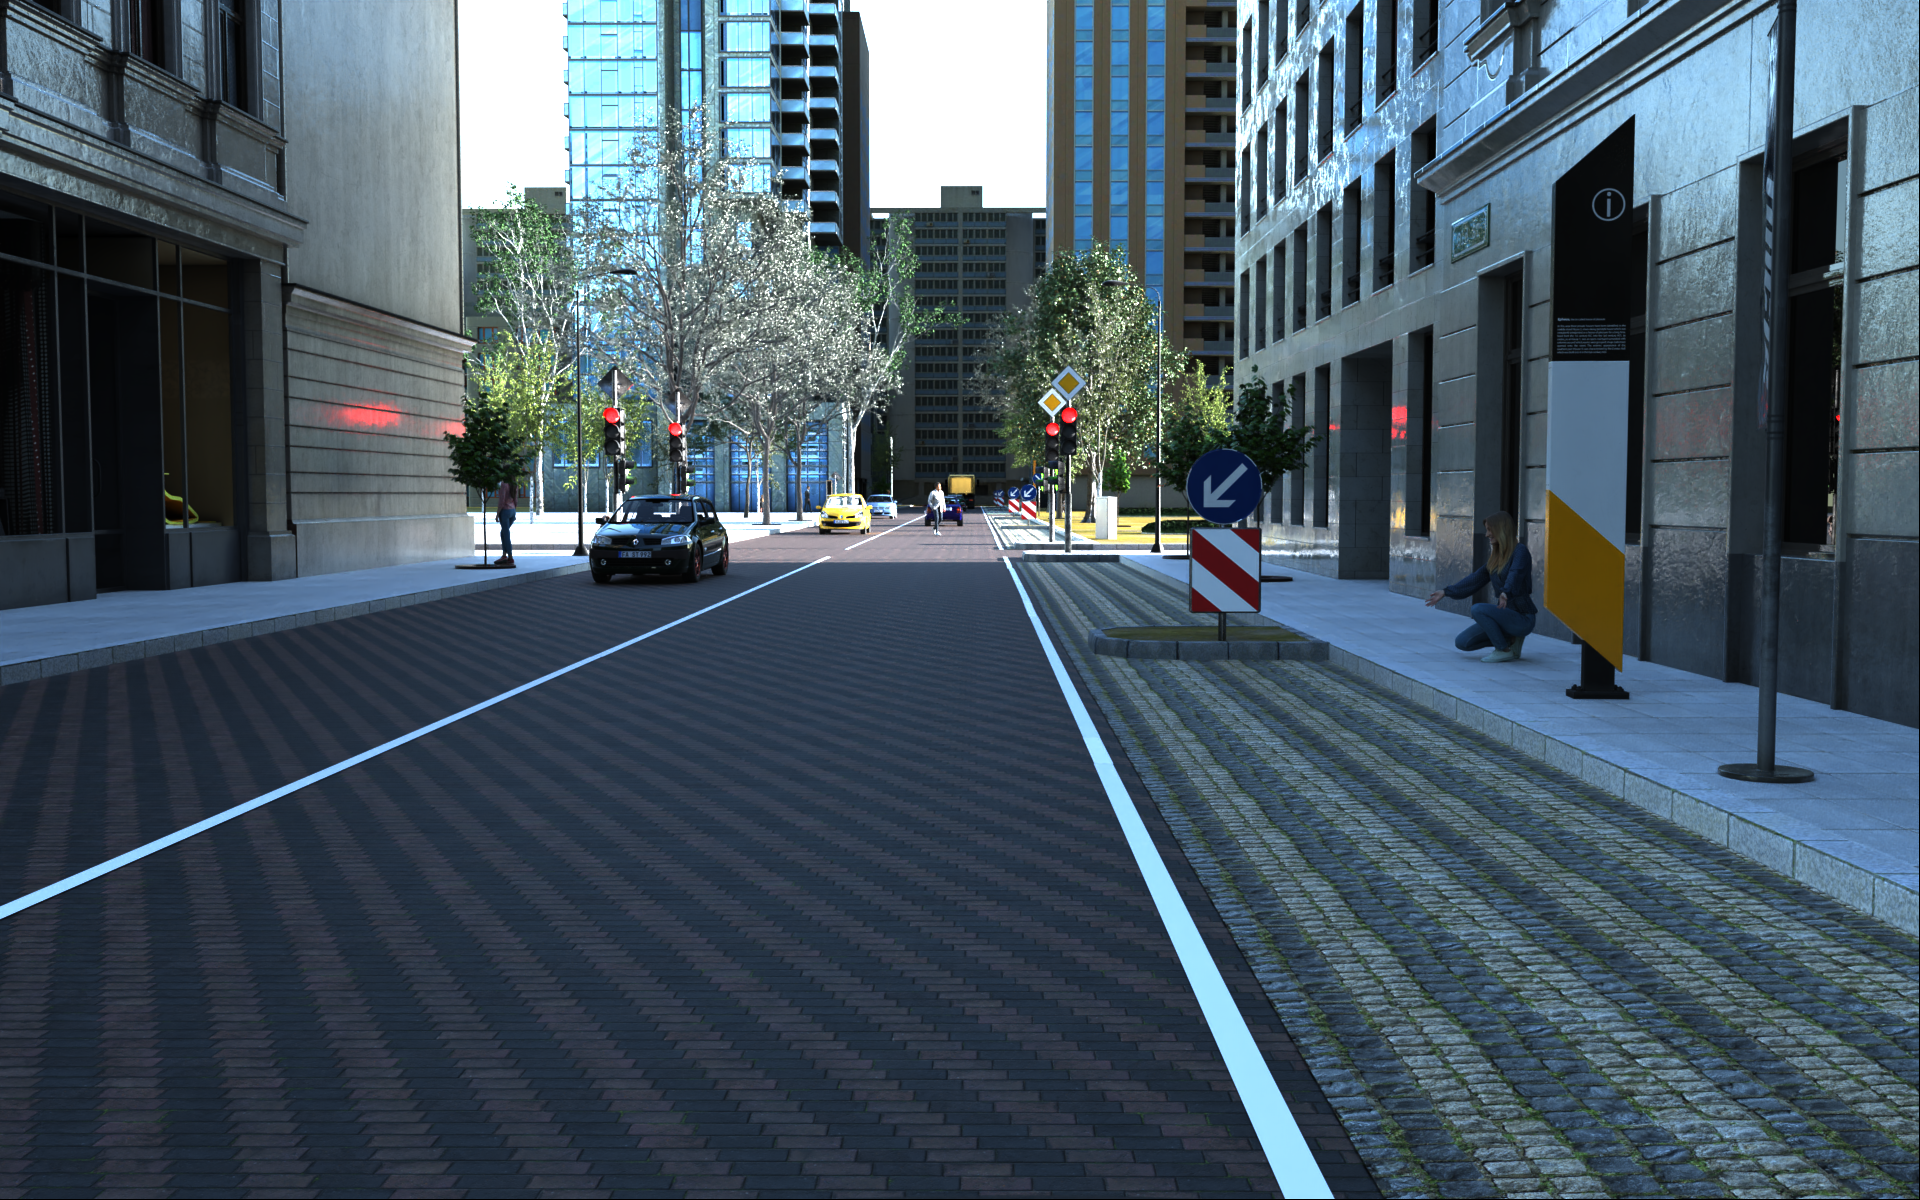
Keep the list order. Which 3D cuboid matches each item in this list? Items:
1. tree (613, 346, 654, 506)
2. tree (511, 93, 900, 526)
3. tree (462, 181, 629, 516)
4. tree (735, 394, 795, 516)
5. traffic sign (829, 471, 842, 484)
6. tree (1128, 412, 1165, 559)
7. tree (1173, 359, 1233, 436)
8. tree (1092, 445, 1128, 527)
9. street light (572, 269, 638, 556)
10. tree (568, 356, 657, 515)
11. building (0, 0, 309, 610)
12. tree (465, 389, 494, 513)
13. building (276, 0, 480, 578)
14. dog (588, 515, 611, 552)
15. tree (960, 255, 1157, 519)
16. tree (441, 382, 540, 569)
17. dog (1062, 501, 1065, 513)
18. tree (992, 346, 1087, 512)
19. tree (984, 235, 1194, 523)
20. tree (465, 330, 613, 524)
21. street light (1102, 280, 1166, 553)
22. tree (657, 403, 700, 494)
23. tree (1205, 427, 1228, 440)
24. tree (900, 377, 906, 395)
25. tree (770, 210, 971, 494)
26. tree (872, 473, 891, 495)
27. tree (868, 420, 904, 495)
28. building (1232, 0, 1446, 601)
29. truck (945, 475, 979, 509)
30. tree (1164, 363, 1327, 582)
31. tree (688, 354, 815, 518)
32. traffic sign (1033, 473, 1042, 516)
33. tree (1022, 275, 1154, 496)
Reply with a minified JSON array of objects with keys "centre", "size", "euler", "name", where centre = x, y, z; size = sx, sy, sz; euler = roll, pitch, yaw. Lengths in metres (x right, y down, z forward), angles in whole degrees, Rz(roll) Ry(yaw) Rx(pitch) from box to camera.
[{"centre":[-16.269,-8.042,81.854],"size":[4.737,8.622,4.395],"euler":[0,3,0],"name":"tree"},{"centre":[-8.633,-8.774,53.830],"size":[12.009,13.543,11.850],"euler":[0,3,0],"name":"tree"},{"centre":[-25.095,-15.182,104.118],"size":[12.611,20.169,13.585],"euler":[0,3,0],"name":"tree"},{"centre":[-11.762,-9.312,102.615],"size":[4.360,8.622,3.978],"euler":[0,3,0],"name":"tree"},{"centre":[-7.123,-6.062,98.849],"size":[0.795,2.593,0.064],"euler":[0,4,3],"name":"traffic sign"},{"centre":[4.394,-2.425,34.253],"size":[1.663,3.219,1.824],"euler":[0,3,0],"name":"tree"},{"centre":[13.454,-8.769,93.738],"size":[4.737,8.622,4.395],"euler":[0,3,0],"name":"tree"},{"centre":[6.243,-4.485,67.925],"size":[1.663,3.219,1.824],"euler":[0,3,0],"name":"tree"},{"centre":[-7.347,-3.873,35.864],"size":[1.470,5.913,1.316],"euler":[0,4,0],"name":"street light"},{"centre":[-18.272,-8.582,90.680],"size":[4.360,8.622,3.978],"euler":[0,3,0],"name":"tree"},{"centre":[-14.695,-9.482,5.948],"size":[10.553,20.767,40.483],"euler":[0,4,0],"name":"building"},{"centre":[-33.016,-10.301,118.782],"size":[4.360,8.622,3.978],"euler":[0,3,0],"name":"tree"},{"centre":[-19.154,-10.156,30.678],"size":[19.286,19.102,10.561],"euler":[0,4,0],"name":"building"},{"centre":[-8.171,-1.495,38.822],"size":[0.800,0.831,0.513],"euler":[-1,4,-20],"name":"dog"},{"centre":[5.180,-10.921,88.924],"size":[12.009,13.543,11.850],"euler":[0,3,0],"name":"tree"},{"centre":[-8.099,-2.163,29.969],"size":[1.663,3.219,1.824],"euler":[0,3,0],"name":"tree"},{"centre":[7.261,-6.445,119.751],"size":[0.513,0.831,0.800],"euler":[2,4,35],"name":"dog"},{"centre":[6.121,-12.402,120.907],"size":[7.486,12.596,7.792],"euler":[0,3,0],"name":"tree"},{"centre":[5.872,-9.794,77.146],"size":[9.611,12.733,9.660],"euler":[0,3,0],"name":"tree"},{"centre":[-18.257,-7.570,74.134],"size":[4.737,8.622,4.395],"euler":[0,3,0],"name":"tree"},{"centre":[3.788,-3.990,37.782],"size":[1.470,5.913,1.316],"euler":[0,4,0],"name":"street light"},{"centre":[-19.863,-10.290,118.601],"size":[4.360,8.622,3.978],"euler":[0,3,0],"name":"tree"},{"centre":[12.778,-6.218,85.380],"size":[4.285,4.588,4.351],"euler":[0,3,0],"name":"tree"},{"centre":[-7.972,-9.810,70.763],"size":[12.009,13.543,11.850],"euler":[0,3,0],"name":"tree"},{"centre":[-6.061,-15.842,114.904],"size":[12.611,20.169,13.585],"euler":[0,3,0],"name":"tree"},{"centre":[-6.828,-9.871,155.995],"size":[1.663,3.219,1.824],"euler":[0,3,0],"name":"tree"},{"centre":[-7.610,-13.532,171.609],"size":[4.737,8.622,4.395],"euler":[0,3,0],"name":"tree"},{"centre":[10.898,-10.581,27.756],"size":[10.420,20.320,16.860],"euler":[0,4,0],"name":"building"},{"centre":[0.175,-10.681,170.551],"size":[3.469,3.379,9.791],"euler":[0,4,1],"name":"truck"},{"centre":[4.323,-1.903,25.721],"size":[1.663,3.219,1.824],"euler":[0,3,0],"name":"tree"},{"centre":[-11.229,-9.715,93.254],"size":[7.601,10.594,8.767],"euler":[0,4,6],"name":"tree"},{"centre":[4.623,-6.186,101.240],"size":[0.768,2.556,0.104],"euler":[1,4,9],"name":"traffic sign"},{"centre":[4.528,-6.595,58.195],"size":[4.360,8.622,3.978],"euler":[0,3,0],"name":"tree"}]
